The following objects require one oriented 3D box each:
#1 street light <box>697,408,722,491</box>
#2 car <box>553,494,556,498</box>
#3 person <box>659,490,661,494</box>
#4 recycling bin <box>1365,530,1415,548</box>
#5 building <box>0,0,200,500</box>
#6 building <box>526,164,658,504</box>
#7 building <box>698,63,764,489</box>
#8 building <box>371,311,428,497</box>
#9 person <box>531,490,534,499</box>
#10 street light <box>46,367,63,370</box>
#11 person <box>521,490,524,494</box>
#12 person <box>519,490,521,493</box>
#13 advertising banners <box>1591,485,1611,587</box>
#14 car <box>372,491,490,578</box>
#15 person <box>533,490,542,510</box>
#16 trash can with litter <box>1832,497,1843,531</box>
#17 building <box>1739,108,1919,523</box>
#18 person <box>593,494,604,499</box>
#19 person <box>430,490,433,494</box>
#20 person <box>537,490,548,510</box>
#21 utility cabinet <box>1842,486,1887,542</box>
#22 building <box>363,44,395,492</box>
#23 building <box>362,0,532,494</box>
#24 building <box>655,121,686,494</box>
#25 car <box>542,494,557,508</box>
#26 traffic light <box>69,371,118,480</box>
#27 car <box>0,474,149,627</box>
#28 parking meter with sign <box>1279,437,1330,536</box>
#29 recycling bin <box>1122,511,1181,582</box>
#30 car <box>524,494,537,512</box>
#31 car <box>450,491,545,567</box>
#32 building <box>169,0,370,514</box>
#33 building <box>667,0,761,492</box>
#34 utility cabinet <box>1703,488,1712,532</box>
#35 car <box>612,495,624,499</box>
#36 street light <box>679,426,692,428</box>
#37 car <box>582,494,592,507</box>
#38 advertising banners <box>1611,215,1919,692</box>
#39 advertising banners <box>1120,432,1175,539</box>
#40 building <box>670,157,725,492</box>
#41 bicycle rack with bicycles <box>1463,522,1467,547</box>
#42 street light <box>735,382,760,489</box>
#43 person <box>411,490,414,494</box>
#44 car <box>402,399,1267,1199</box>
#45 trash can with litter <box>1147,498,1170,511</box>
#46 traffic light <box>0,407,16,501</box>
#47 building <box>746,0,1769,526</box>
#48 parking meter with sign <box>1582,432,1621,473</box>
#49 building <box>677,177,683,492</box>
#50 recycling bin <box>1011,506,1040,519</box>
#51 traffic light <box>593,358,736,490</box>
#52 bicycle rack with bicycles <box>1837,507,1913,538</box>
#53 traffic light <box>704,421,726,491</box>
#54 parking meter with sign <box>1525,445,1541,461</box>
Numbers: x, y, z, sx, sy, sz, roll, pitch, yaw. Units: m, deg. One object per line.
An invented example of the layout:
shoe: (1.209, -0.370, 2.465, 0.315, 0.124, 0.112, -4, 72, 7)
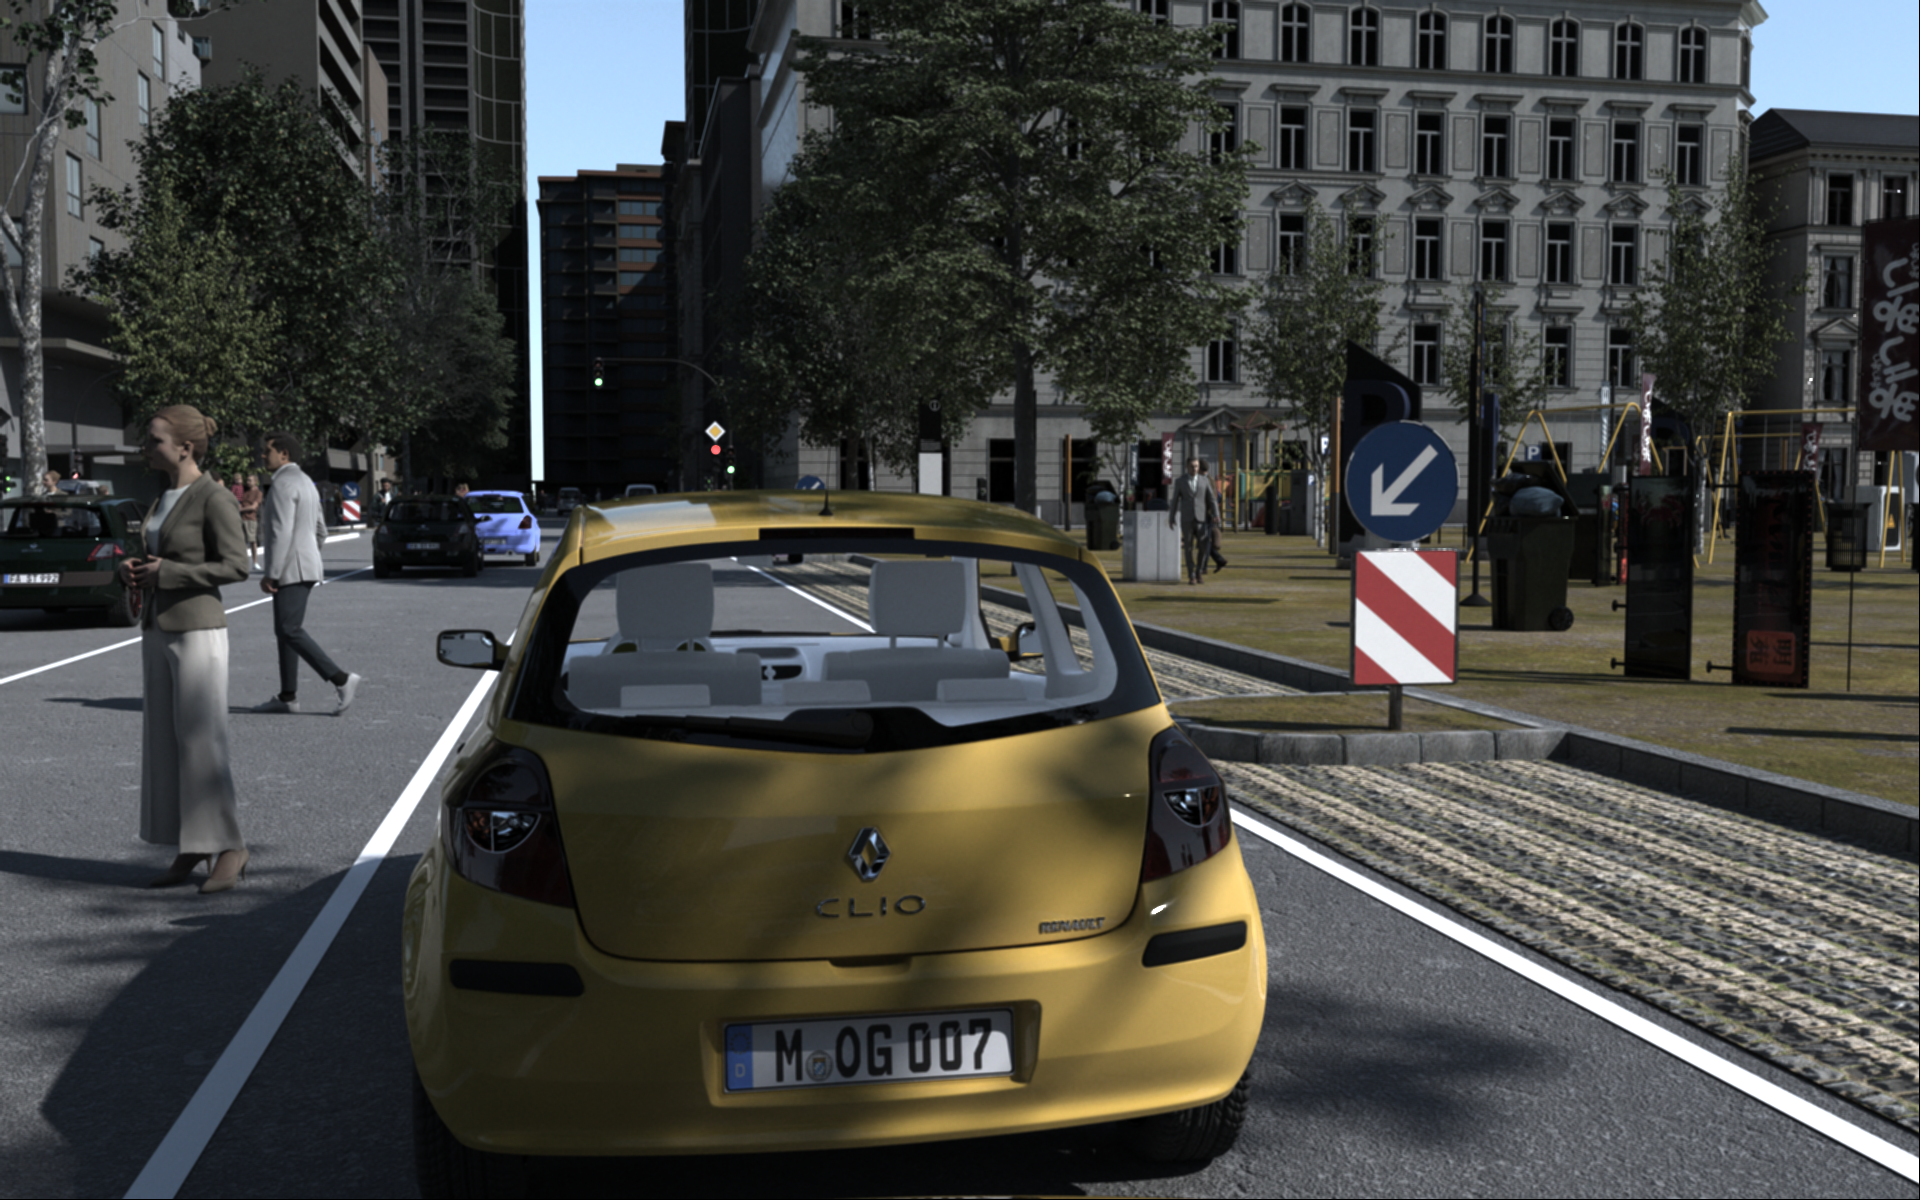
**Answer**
street light: (-13.552, -7.432, 94.052, 1.470, 5.913, 1.316, -1, 4, -11)
car: (-49.888, -12.431, 212.048, 1.959, 1.807, 4.718, -1, 4, -10)
person: (-35.870, -12.289, 206.998, 0.705, 1.821, 1.348, -1, 4, -11)
recycling bin: (6.468, -0.825, 26.049, 0.722, 1.027, 0.722, 1, 4, 14)
building: (-48.074, -29.473, 71.116, 28.713, 52.752, 27.495, -1, 4, -11)
building: (-43.293, -35.355, 232.679, 28.867, 44.769, 22.147, -1, 4, -11)
building: (-8.317, -19.185, 107.188, 14.314, 27.812, 24.014, -1, 4, -11)
building: (-76.161, -21.332, 193.813, 28.899, 21.520, 27.650, -1, 4, -11)
person: (-45.503, -10.772, 184.561, 0.705, 1.831, 1.348, -1, 4, -11)
street light: (-33.444, -5.549, 63.260, 1.470, 5.913, 1.316, -1, 4, -11)
person: (-44.201, -10.154, 174.533, 1.348, 1.821, 0.705, 1, 4, 9)
person: (-36.805, -8.334, 145.213, 0.568, 1.767, 0.683, -1, 4, -11)
advertising banners: (9.391, -1.727, 24.431, 0.090, 3.025, 2.074, 3, 5, 42)
car: (-9.480, -1.300, 31.038, 2.009, 1.686, 4.222, -1, 4, -13)
person: (-35.280, -8.290, 144.579, 0.750, 1.759, 0.617, -2, 4, -28)
trash can with litter: (30.687, -2.969, 59.933, 0.624, 1.170, 1.055, -1, 4, -21)
building: (44.890, -13.304, 82.153, 19.286, 19.102, 10.561, -1, 4, -11)
person: (-41.203, -11.570, 197.673, 1.348, 1.824, 0.705, -2, 4, -24)
person: (-55.629, -10.653, 182.303, 1.348, 1.869, 0.705, -1, 4, -22)
person: (-36.642, -8.746, 152.047, 0.990, 1.755, 0.434, -1, 4, -20)
utility cabinet: (23.699, -2.238, 45.277, 0.318, 1.500, 1.173, -1, 4, -22)
building: (-63.563, -31.736, 168.992, 14.600, 45.320, 14.200, -1, 4, -11)
building: (-67.435, -48.208, 226.455, 20.611, 71.187, 20.563, -1, 4, -11)
building: (-23.564, -33.533, 202.892, 22.147, 44.769, 28.867, -1, 4, -11)
car: (-43.646, -10.496, 183.613, 2.014, 1.417, 4.499, -1, 4, -11)
traffic light: (-29.707, -5.381, 62.650, 4.771, 5.953, 1.251, -1, 4, -11)
car: (-9.993, -0.617, 19.867, 2.009, 1.686, 4.222, -1, 4, -11)
parking meter with sign: (10.558, -3.485, 53.245, 0.543, 3.016, 1.738, -3, 4, -36)
recycling bin: (2.832, -0.799, 25.615, 0.722, 1.027, 0.722, -1, 4, -9)
car: (-34.255, -7.697, 136.069, 2.015, 1.641, 3.980, -1, 4, -12)
car: (-9.472, -1.575, 35.343, 1.945, 1.707, 3.694, -1, 4, -12)
building: (-52.329, -30.093, 115.717, 21.300, 48.544, 21.600, -1, 4, -11)
building: (-19.598, -45.226, 177.693, 20.563, 71.187, 20.611, -1, 4, -11)
utility cabinet: (25.240, -3.050, 58.549, 0.318, 1.500, 1.173, 2, 4, 25)
car: (-36.327, -10.611, 185.854, 2.083, 1.381, 4.827, -1, 4, -10)
street light: (-18.347, -8.879, 117.705, 1.470, 5.913, 1.316, -1, 4, -11)
car: (-35.899, -9.293, 163.733, 2.131, 1.459, 4.920, -1, 4, -11)
advertising banners: (5.395, -0.937, 11.512, 2.074, 3.025, 0.090, 3, 5, 44)
advertising banners: (5.282, -3.199, 48.489, 2.074, 3.025, 0.090, -3, 4, -38)
building: (-14.290, -20.966, 130.180, 14.401, 28.519, 23.554, -1, 4, -11)
bicycle rack with bicycles: (13.521, -1.746, 41.936, 2.852, 0.926, 2.925, 2, 4, 33)
street light: (-8.812, -6.027, 71.086, 1.470, 5.913, 1.316, -1, 4, -11)
person: (-59.270, -11.060, 187.548, 1.217, 1.739, 0.721, -3, 5, -41)
car: (-0.520, 0.320, 4.986, 2.015, 1.641, 3.980, -1, 4, -11)
trash can with litter: (5.010, -1.958, 43.398, 0.624, 1.170, 1.055, 0, 4, 2)
traffic light: (-30.153, -4.003, 54.376, 0.839, 4.253, 0.868, -1, 4, -11)
building: (13.144, -18.497, 78.838, 44.131, 29.872, 17.030, -1, 4, -11)
parking meter with sign: (17.664, -3.180, 48.260, 1.738, 3.016, 0.543, -3, 5, -40)
building: (-19.228, -23.831, 161.332, 14.160, 30.474, 14.107, -1, 4, -11)
recycling bin: (1.394, -1.548, 37.860, 0.722, 1.027, 0.722, 0, 4, 3)
traffic light: (-9.880, -5.118, 58.345, 4.771, 5.953, 1.251, -1, 4, -11)
bicycle rack with bicycles: (27.386, -2.308, 51.114, 2.925, 0.926, 2.852, -1, 4, -14)
traffic light: (-9.434, -4.759, 66.725, 0.839, 4.253, 0.868, -1, 4, -11)
parking meter with sign: (20.493, -4.058, 62.612, 0.543, 3.016, 1.738, 0, 4, 5)
